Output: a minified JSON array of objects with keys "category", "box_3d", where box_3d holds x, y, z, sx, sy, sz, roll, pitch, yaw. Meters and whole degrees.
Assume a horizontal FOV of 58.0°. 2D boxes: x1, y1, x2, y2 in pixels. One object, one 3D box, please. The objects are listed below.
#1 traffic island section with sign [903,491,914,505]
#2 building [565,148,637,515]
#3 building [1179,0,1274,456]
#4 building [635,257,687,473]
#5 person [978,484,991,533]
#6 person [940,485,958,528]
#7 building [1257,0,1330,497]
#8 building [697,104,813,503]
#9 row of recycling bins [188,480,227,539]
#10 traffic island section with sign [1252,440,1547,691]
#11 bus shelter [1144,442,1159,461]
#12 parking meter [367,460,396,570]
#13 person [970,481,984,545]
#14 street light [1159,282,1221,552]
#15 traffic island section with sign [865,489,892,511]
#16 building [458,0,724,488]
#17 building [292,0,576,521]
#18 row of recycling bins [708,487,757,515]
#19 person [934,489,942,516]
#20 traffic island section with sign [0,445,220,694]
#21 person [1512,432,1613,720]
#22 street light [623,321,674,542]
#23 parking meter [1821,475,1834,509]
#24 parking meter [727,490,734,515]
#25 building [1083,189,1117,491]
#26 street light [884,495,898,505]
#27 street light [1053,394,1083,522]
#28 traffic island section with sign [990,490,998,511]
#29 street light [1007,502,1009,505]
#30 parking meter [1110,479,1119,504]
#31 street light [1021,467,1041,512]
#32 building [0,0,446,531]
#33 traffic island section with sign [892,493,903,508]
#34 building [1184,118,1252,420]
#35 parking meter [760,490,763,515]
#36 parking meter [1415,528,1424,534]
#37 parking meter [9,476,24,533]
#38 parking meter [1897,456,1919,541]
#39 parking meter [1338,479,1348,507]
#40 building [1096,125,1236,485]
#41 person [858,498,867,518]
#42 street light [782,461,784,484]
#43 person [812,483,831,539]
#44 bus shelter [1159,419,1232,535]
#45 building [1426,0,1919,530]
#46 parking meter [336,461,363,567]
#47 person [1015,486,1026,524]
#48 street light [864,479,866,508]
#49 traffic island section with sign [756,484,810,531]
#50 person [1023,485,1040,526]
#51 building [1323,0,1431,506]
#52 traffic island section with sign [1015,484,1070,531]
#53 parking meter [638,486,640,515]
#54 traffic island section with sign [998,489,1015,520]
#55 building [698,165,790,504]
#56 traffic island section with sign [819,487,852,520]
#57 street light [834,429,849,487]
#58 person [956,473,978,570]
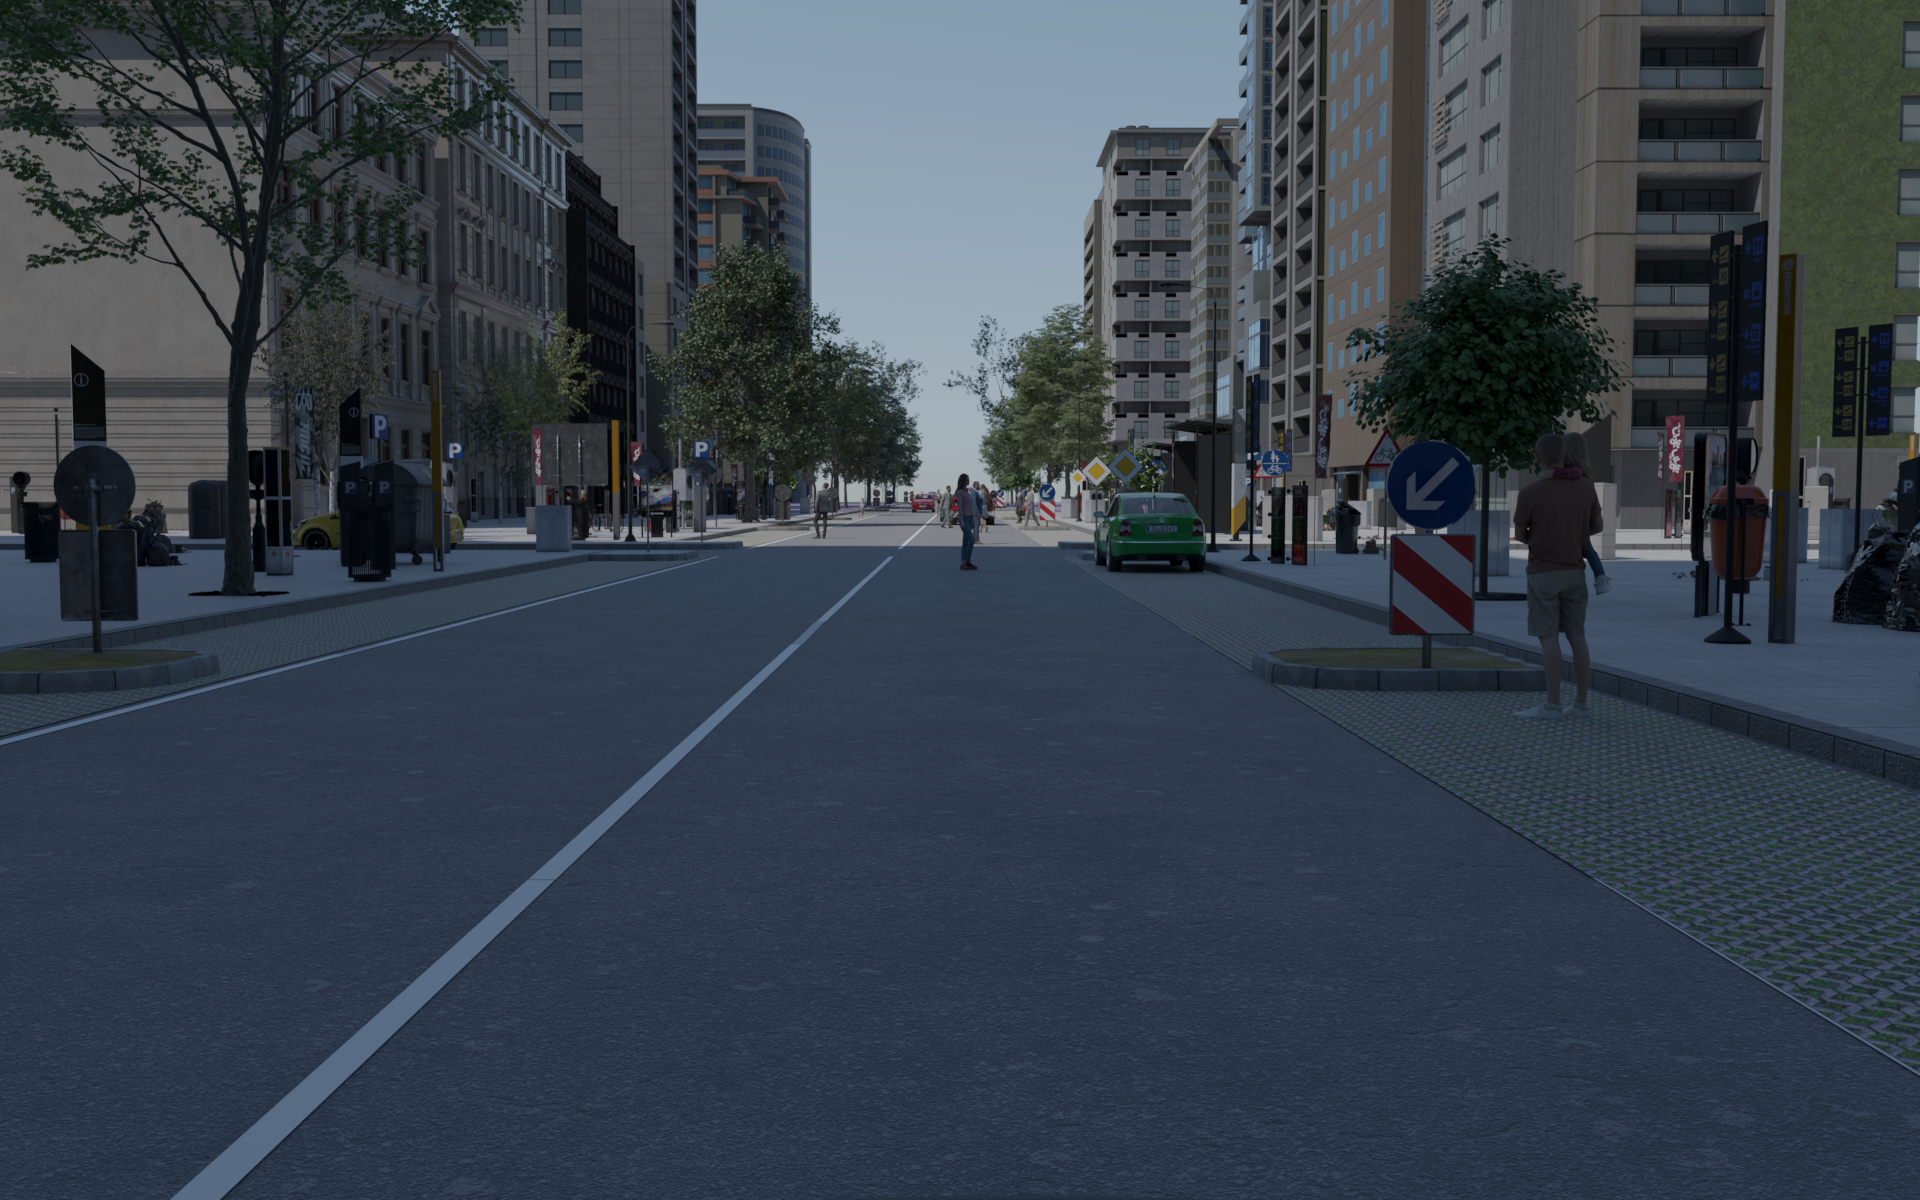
[{"category":"traffic island section with sign","box_3d":[-7.021,-13.407,227.835,1.989,1.847,2.006,0,3,0]},{"category":"building","box_3d":[-28.786,-17.340,113.191,12.332,23.373,15.834,0,3,0]},{"category":"building","box_3d":[31.210,-50.669,141.101,22.319,86.520,31.000,0,3,0]},{"category":"building","box_3d":[-37.398,-17.779,135.729,27.650,21.520,28.899,0,3,0]},{"category":"person","box_3d":[0.902,-3.408,64.308,0.616,1.811,0.778,-2,4,-28]},{"category":"person","box_3d":[-0.518,-3.896,72.472,0.850,1.792,0.678,3,5,40]},{"category":"building","box_3d":[29.704,-41.058,109.550,20.563,71.187,20.611,0,3,0]},{"category":"building","box_3d":[-34.054,-44.020,261.724,21.231,58.520,28.212,0,3,0]},{"category":"row of recycling bins","box_3d":[-21.855,-2.679,50.917,1.069,1.692,3.534,-1,4,-11]},{"category":"traffic island section with sign","box_3d":[3.339,-0.295,13.444,1.989,1.847,2.006,0,3,0]},{"category":"bus shelter","box_3d":[9.533,-5.495,81.132,1.731,3.624,6.357,0,3,0]},{"category":"parking meter","box_3d":[-9.820,-1.449,29.397,0.399,1.863,0.255,-3,4,-38]},{"category":"person","box_3d":[0.463,-2.494,49.453,0.419,1.800,0.721,0,4,-5]},{"category":"street light","box_3d":[5.041,-4.005,38.023,1.470,5.913,1.316,0,3,0]},{"category":"traffic island section with sign","box_3d":[-6.971,-8.414,146.193,1.989,1.847,2.006,0,3,0]},{"category":"building","box_3d":[-32.772,-44.078,158.925,20.563,71.187,20.611,0,3,0]},{"category":"building","box_3d":[-29.348,-18.066,92.639,12.463,27.353,25.104,0,3,0]},{"category":"row of recycling bins","box_3d":[-14.529,-6.367,111.217,3.534,1.692,1.069,-3,5,-39]},{"category":"person","box_3d":[-1.387,-6.298,112.018,0.519,1.759,0.362,0,4,-7]},{"category":"traffic island section with sign","box_3d":[-6.882,-0.284,13.268,1.989,1.847,2.006,0,3,0]},{"category":"person","box_3d":[3.840,-0.156,11.031,0.573,1.828,0.580,2,4,31]},{"category":"street light","box_3d":[-8.350,-4.526,46.534,1.470,5.913,1.316,0,3,0]},{"category":"parking meter","box_3d":[27.117,-2.965,54.183,0.399,1.863,0.255,-3,5,-39]},{"category":"parking meter","box_3d":[-14.063,-5.974,106.083,0.372,1.533,0.369,0,3,0]},{"category":"building","box_3d":[30.588,-39.479,269.181,21.300,48.544,21.600,0,3,0]},{"category":"street light","box_3d":[-8.370,-14.263,205.747,1.470,5.913,1.316,0,3,0]},{"category":"street light","box_3d":[4.988,-6.588,80.253,1.470,5.913,1.316,0,3,0]},{"category":"traffic island section with sign","box_3d":[3.268,-8.386,145.744,1.989,1.847,2.006,0,3,0]},{"category":"street light","box_3d":[5.050,-11.306,157.391,1.470,5.913,1.316,0,3,0]},{"category":"parking meter","box_3d":[5.823,-3.641,65.245,0.255,1.863,0.399,2,4,25]},{"category":"street light","box_3d":[5.042,-9.073,120.890,1.470,5.913,1.316,0,3,0]},{"category":"building","box_3d":[-29.032,-14.281,69.652,11.583,22.565,21.152,0,3,0]},{"category":"traffic island section with sign","box_3d":[-6.996,-10.062,173.148,1.989,1.847,2.006,0,3,0]},{"category":"building","box_3d":[35.850,-29.304,170.996,32.217,40.220,23.993,0,3,0]},{"category":"parking meter","box_3d":[-12.064,-5.983,106.232,0.372,1.533,0.369,0,3,0]},{"category":"parking meter","box_3d":[14.625,-3.013,54.975,0.399,1.863,0.255,1,4,23]},{"category":"parking meter","box_3d":[-30.903,-3.123,56.780,0.399,1.863,0.255,2,4,26]},{"category":"parking meter","box_3d":[14.779,-1.295,26.876,0.255,1.863,0.399,-1,4,-21]},{"category":"parking meter","box_3d":[14.622,-3.698,66.181,0.255,1.863,0.399,-1,4,-17]},{"category":"building","box_3d":[34.466,-40.070,244.390,28.713,52.752,27.495,0,3,0]},{"category":"person","box_3d":[-5.800,-5.497,103.397,0.505,1.210,0.382,-2,4,-26]},{"category":"street light","box_3d":[-8.331,-6.991,86.840,1.470,5.913,1.316,0,3,0]},{"category":"person","box_3d":[-4.451,-2.874,55.671,0.592,1.802,0.473,-1,4,-21]},{"category":"bus shelter","box_3d":[7.948,-4.057,57.616,1.731,3.624,6.357,0,3,0]},{"category":"building","box_3d":[26.856,-23.435,66.760,14.086,41.232,14.154,0,3,0]},{"category":"parking meter","box_3d":[-10.796,-1.523,30.620,0.399,1.863,0.255,-2,4,-25]},{"category":"person","box_3d":[2.922,-4.604,83.743,0.622,1.834,0.822,2,4,35]},{"category":"street light","box_3d":[-8.381,-11.634,162.751,1.470,5.913,1.316,0,3,0]},{"category":"traffic island section with sign","box_3d":[-6.913,-3.620,67.820,1.989,1.847,2.006,0,3,0]},{"category":"person","box_3d":[2.944,-3.864,71.953,0.850,1.792,0.678,-1,4,-9]},{"category":"building","box_3d":[26.394,-26.597,84.980,14.600,45.320,14.200,0,3,0]},{"category":"traffic island section with sign","box_3d":[3.303,-3.658,68.436,1.989,1.847,2.006,0,3,0]},{"category":"parking meter","box_3d":[-19.260,-6.003,103.862,0.399,1.863,0.255,1,4,17]},{"category":"traffic island section with sign","box_3d":[3.283,-5.343,95.990,1.989,1.847,2.006,0,3,0]},{"category":"building","box_3d":[-34.635,-35.377,233.039,22.147,44.769,28.867,0,3,0]},{"category":"traffic island section with sign","box_3d":[-6.932,-5.269,94.775,1.989,1.847,2.006,0,3,0]},{"category":"street light","box_3d":[-8.331,-9.168,122.445,1.470,5.913,1.316,0,3,0]},{"category":"person","box_3d":[0.113,-1.472,32.571,0.388,1.821,0.555,1,4,11]}]
